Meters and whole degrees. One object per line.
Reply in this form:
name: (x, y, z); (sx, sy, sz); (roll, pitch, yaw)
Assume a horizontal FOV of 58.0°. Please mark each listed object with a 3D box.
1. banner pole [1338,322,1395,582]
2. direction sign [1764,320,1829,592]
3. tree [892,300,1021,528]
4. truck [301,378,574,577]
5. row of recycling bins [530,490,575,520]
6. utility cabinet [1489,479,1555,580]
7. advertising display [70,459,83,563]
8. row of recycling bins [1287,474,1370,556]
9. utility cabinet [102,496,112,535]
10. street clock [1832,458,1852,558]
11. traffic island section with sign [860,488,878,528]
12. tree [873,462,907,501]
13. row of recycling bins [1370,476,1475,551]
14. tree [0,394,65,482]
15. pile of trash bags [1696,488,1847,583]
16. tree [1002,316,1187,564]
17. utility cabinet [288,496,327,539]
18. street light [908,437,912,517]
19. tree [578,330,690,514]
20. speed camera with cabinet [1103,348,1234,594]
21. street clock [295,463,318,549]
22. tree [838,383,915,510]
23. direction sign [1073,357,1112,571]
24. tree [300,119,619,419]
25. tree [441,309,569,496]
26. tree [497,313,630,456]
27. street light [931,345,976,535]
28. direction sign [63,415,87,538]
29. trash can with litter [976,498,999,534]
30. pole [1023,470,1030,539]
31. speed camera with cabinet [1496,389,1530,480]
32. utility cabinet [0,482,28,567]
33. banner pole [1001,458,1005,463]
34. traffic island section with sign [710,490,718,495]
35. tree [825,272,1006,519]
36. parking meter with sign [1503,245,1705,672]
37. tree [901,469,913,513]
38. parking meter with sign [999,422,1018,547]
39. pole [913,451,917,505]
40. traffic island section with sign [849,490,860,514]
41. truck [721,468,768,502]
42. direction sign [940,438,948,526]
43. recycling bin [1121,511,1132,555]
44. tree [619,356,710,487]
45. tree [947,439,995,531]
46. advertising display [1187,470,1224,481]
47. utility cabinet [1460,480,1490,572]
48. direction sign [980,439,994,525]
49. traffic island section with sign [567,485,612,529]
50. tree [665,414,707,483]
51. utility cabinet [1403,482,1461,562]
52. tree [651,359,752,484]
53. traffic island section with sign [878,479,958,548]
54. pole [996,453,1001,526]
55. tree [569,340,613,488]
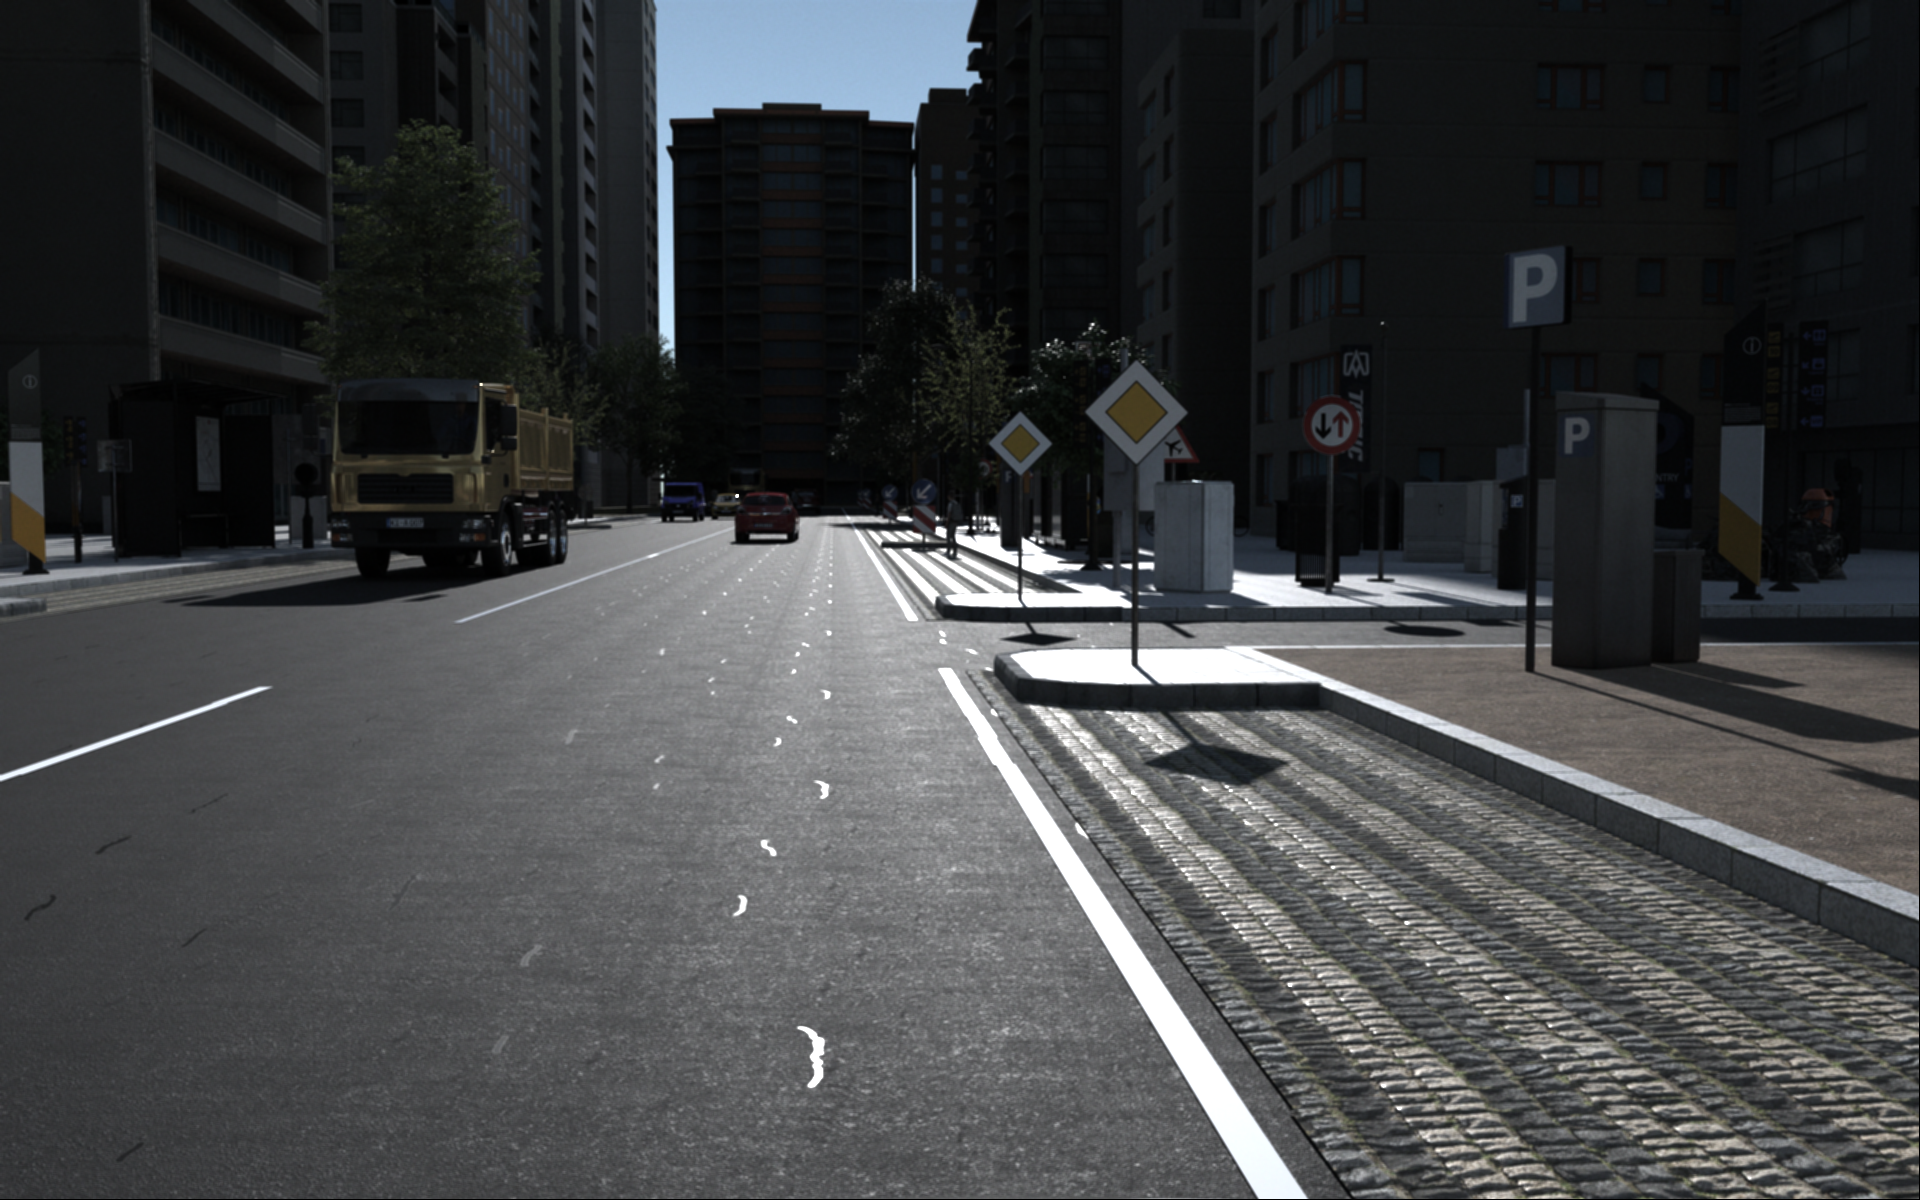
banner pole: (5.963, -2.165, 25.414); (0.863, 3.779, 0.401); (1, 4, 12)
direction sign: (10.929, -1.887, 22.857); (0.876, 3.537, 0.379); (2, 4, 35)
tree: (0.516, -6.993, 64.694); (4.360, 8.622, 3.978); (0, 3, 0)
truck: (-9.214, -2.208, 32.021); (3.469, 3.379, 9.791); (0, 4, -3)
row of recycling bins: (-21.024, -4.845, 86.335); (3.534, 1.692, 1.069); (-1, 4, -18)
utility cabinet: (8.588, -1.067, 26.117); (0.318, 1.500, 1.173); (-2, 4, -30)
advertising display: (-16.555, -1.668, 32.481); (0.123, 1.923, 0.974); (-1, 4, -23)
row of recycling bins: (7.795, -1.854, 37.419); (1.069, 1.692, 3.534); (0, 4, -2)
utility cabinet: (-26.359, -2.641, 54.338); (1.020, 1.237, 0.306); (1, 4, 12)
street clock: (17.749, -1.853, 34.871); (0.358, 2.002, 0.471); (3, 4, 38)
traffic island section with sign: (-3.101, -3.965, 73.458); (1.989, 1.847, 2.006); (0, 4, -4)
tree: (-6.268, -10.526, 155.806); (4.285, 4.588, 4.351); (0, 3, 0)
row of recycling bins: (10.082, -1.980, 39.482); (3.534, 1.692, 1.069); (2, 4, 30)
tree: (-28.864, -4.225, 52.788); (4.285, 4.588, 4.351); (0, 3, 0)
pile of trash bags: (12.598, -1.024, 26.488); (1.912, 1.369, 3.447); (3, 5, 44)
tree: (2.490, -2.965, 32.194); (4.285, 4.588, 4.351); (0, 3, 0)
utility cabinet: (-18.609, -2.339, 49.405); (1.020, 1.237, 0.306); (0, 4, 5)
street light: (-3.256, -7.545, 95.908); (1.470, 5.913, 1.316); (0, 4, -4)
tree: (-20.851, -11.230, 109.372); (9.928, 11.665, 9.643); (0, 3, 0)
speed camera with cabinet: (2.773, -1.761, 23.125); (0.660, 3.252, 2.038); (-2, 4, -34)
street clock: (-15.365, -2.214, 40.761); (0.471, 2.002, 0.358); (0, 4, 4)
tree: (-6.125, -13.234, 142.131); (9.928, 11.665, 9.643); (0, 3, 0)
direction sign: (2.214, -2.270, 29.119); (0.379, 3.537, 0.876); (-3, 5, -41)
tree: (-16.055, -8.240, 52.858); (7.486, 12.596, 7.792); (0, 3, 0)
tree: (-17.991, -7.088, 66.253); (4.360, 8.622, 3.978); (0, 3, 0)
tree: (-20.625, -9.511, 89.911); (7.601, 10.594, 8.767); (0, 4, 6)
street light: (-0.202, -4.986, 54.056); (1.470, 5.913, 1.316); (0, 4, -4)
direction sign: (-25.694, -3.570, 50.372); (0.379, 3.537, 0.876); (1, 4, 12)
trash can with litter: (1.336, -2.789, 56.650); (1.678, 1.210, 2.233); (-2, 4, -31)
pole: (1.910, -3.415, 49.672); (0.158, 3.312, 0.155); (0, 3, 0)
speed camera with cabinet: (10.960, -2.391, 33.433); (0.660, 3.252, 2.038); (3, 4, 37)
utility cabinet: (-16.763, -1.329, 30.401); (0.318, 1.500, 1.173); (0, 4, -7)
banner pole: (1.873, -5.070, 72.905); (0.401, 3.779, 0.863); (-1, 4, -22)
traffic island section with sign: (-21.183, -8.630, 149.726); (1.989, 1.847, 2.006); (0, 4, -4)
tree: (-2.211, -10.558, 89.631); (9.611, 12.733, 9.660); (0, 3, 0)
parking meter with sign: (4.824, -1.015, 12.862); (1.738, 3.016, 0.543); (-2, 4, -31)
tree: (-3.104, -7.631, 119.366); (1.663, 3.219, 1.824); (0, 3, 0)
parking meter with sign: (1.218, -2.830, 42.526); (0.543, 3.016, 1.738); (0, 4, -4)
pole: (-2.162, -5.448, 82.919); (0.158, 3.312, 0.155); (0, 3, 0)
traffic island section with sign: (-6.738, -7.005, 123.156); (1.989, 1.847, 2.006); (0, 4, -4)
truck: (-16.291, -8.344, 132.346); (3.469, 3.379, 9.791); (0, 4, -5)
direction sign: (-0.615, -4.771, 69.996); (0.379, 3.537, 0.876); (1, 4, 17)
recycling bin: (3.416, -1.487, 36.860); (0.722, 1.027, 0.722); (0, 4, 2)
tree: (-24.612, -13.714, 142.357); (7.486, 12.596, 7.792); (0, 3, 0)
tree: (0.443, -4.026, 60.430); (1.663, 3.219, 1.824); (0, 3, 0)
advertising display: (6.648, -2.552, 46.940); (0.974, 1.923, 0.123); (1, 4, 12)
utility cabinet: (8.731, -1.209, 28.448); (1.173, 1.500, 0.318); (-3, 5, -42)
direction sign: (1.111, -4.831, 70.987); (0.379, 3.537, 0.876); (3, 5, 41)
traffic island section with sign: (-15.451, -3.845, 71.486); (1.989, 1.847, 2.006); (0, 4, -4)
tree: (-24.952, -12.571, 155.893); (4.360, 8.622, 3.978); (0, 3, 0)
utility cabinet: (8.936, -1.456, 32.484); (1.173, 1.500, 0.318); (1, 4, 22)
tree: (-24.841, -15.734, 163.903); (9.857, 13.997, 8.962); (0, 3, 0)
traffic island section with sign: (-1.109, -2.303, 46.274); (1.989, 1.847, 2.006); (0, 4, -4)
pole: (1.580, -4.679, 70.342); (0.158, 3.312, 0.155); (0, 3, 0)
tree: (-18.865, -8.040, 81.821); (4.360, 8.622, 3.978); (0, 3, 0)
